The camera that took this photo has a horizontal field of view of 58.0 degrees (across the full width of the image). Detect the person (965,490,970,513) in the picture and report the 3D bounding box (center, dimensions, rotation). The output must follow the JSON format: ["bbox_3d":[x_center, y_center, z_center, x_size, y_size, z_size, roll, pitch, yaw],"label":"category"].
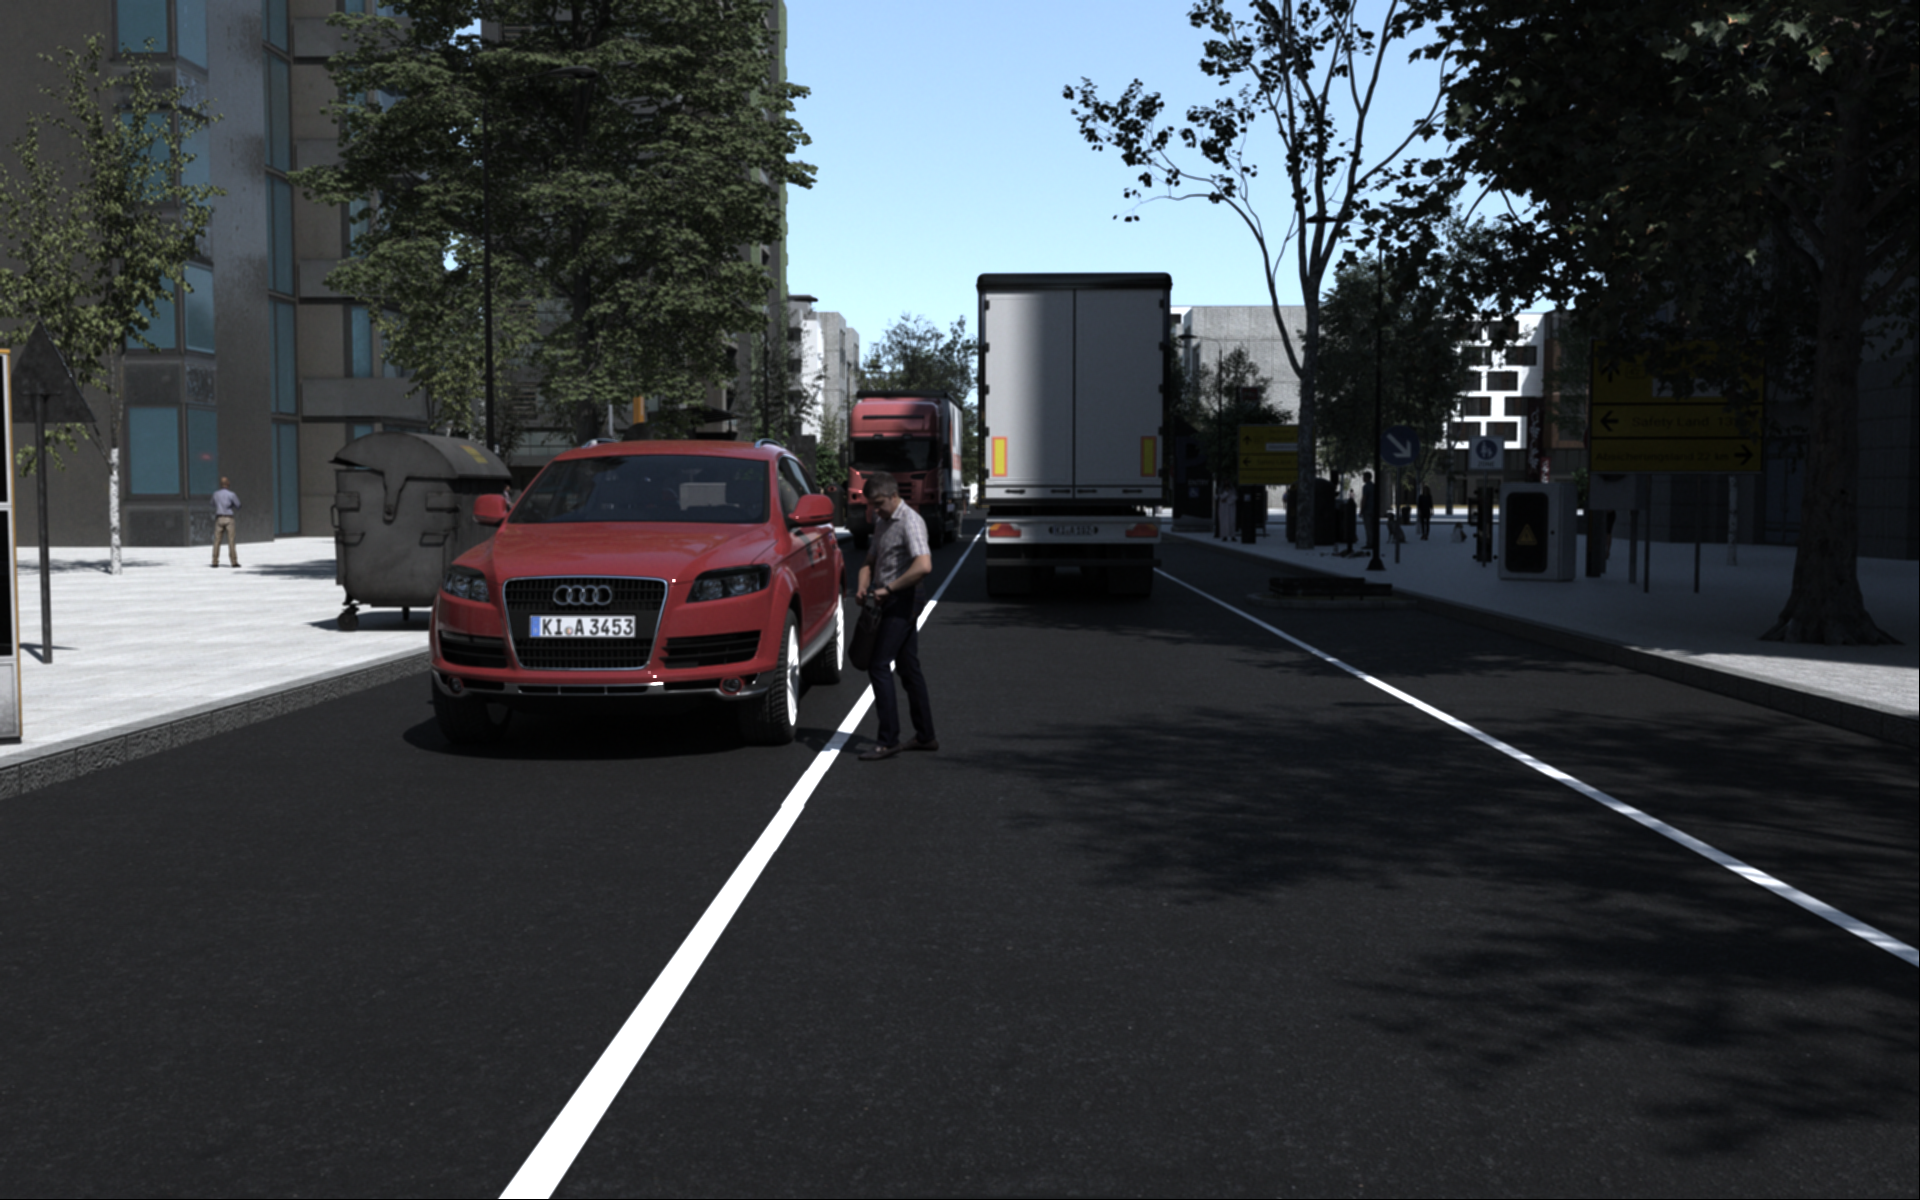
[{"bbox_3d":[0.527,-7.562,132.857,0.376,1.734,0.841,-2,4,-28],"label":"person"}]

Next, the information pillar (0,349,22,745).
[{"bbox_3d":[-5.014,-0.269,8.882,0.304,2.012,0.304,-2,4,-30],"label":"information pillar"}]

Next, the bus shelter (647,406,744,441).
[{"bbox_3d":[-7.470,-3.546,49.266,1.731,3.624,6.357,0,4,2],"label":"bus shelter"}]

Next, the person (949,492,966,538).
[{"bbox_3d":[-0.080,-2.945,56.779,0.598,1.807,0.434,-1,4,-11],"label":"person"}]

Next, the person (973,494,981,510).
[{"bbox_3d":[1.747,-9.039,157.108,1.217,1.723,0.721,0,4,-7],"label":"person"}]

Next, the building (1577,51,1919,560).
[{"bbox_3d":[29.170,-30.790,45.413,21.231,58.520,28.212,0,4,2],"label":"building"}]

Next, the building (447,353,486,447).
[{"bbox_3d":[-56.650,-21.302,214.748,31.486,18.905,16.747,0,4,2],"label":"building"}]

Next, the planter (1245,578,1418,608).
[{"bbox_3d":[4.783,-0.096,22.707,1.991,0.319,1.994,0,4,2],"label":"planter"}]

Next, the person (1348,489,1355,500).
[{"bbox_3d":[27.510,-6.984,121.689,0.517,1.644,0.566,3,5,40],"label":"person"}]

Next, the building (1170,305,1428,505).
[{"bbox_3d":[36.763,-22.013,203.879,27.936,21.610,32.646,0,4,2],"label":"building"}]

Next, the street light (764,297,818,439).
[{"bbox_3d":[-4.035,-4.182,40.916,1.470,5.913,1.316,0,4,2],"label":"street light"}]

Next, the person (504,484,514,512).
[{"bbox_3d":[-13.606,-2.694,52.046,0.435,1.587,0.963,-2,4,-29],"label":"person"}]

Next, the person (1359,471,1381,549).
[{"bbox_3d":[9.520,-2.091,40.362,0.598,1.807,0.434,-2,4,-27],"label":"person"}]

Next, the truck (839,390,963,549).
[{"bbox_3d":[-1.447,-3.672,48.958,2.839,4.237,11.283,0,4,3],"label":"truck"}]

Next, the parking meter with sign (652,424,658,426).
[{"bbox_3d":[-7.511,-2.800,42.038,0.543,3.016,1.738,-1,4,-15],"label":"parking meter with sign"}]

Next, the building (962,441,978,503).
[{"bbox_3d":[9.922,-19.193,255.946,28.070,9.664,9.099,0,4,2],"label":"building"}]

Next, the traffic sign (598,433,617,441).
[{"bbox_3d":[-7.480,-2.210,36.239,0.768,2.556,0.104,0,4,5],"label":"traffic sign"}]

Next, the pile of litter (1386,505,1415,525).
[{"bbox_3d":[18.224,-3.530,71.683,1.176,0.858,1.719,1,4,11],"label":"pile of litter"}]

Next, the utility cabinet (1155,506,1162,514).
[{"bbox_3d":[13.053,-6.318,114.458,0.306,1.237,1.020,-1,4,-14],"label":"utility cabinet"}]

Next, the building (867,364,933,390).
[{"bbox_3d":[-9.734,-24.587,258.420,11.380,20.091,16.016,0,4,2],"label":"building"}]

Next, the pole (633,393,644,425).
[{"bbox_3d":[-6.191,-2.422,33.444,0.158,3.312,0.155,0,3,0],"label":"pole"}]

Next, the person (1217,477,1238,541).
[{"bbox_3d":[7.255,-2.469,47.081,0.551,1.740,0.621,-1,4,-12],"label":"person"}]

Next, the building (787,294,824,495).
[{"bbox_3d":[-20.754,-18.706,162.258,16.016,20.091,11.380,0,4,2],"label":"building"}]

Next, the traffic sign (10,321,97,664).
[{"bbox_3d":[-6.907,-0.797,13.037,0.884,2.594,0.081,1,4,9],"label":"traffic sign"}]

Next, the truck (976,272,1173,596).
[{"bbox_3d":[1.665,-2.364,27.560,2.839,4.237,11.283,0,4,2],"label":"truck"}]

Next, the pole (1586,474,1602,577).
[{"bbox_3d":[9.795,-2.009,26.695,0.158,3.312,0.155,0,3,0],"label":"pole"}]

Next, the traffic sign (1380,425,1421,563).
[{"bbox_3d":[8.127,-1.957,32.110,0.768,2.556,0.104,1,4,10],"label":"traffic sign"}]

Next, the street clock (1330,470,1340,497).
[{"bbox_3d":[11.319,-2.925,52.393,0.358,2.002,0.471,1,4,16],"label":"street clock"}]

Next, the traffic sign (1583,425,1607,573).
[{"bbox_3d":[10.420,-1.705,27.976,0.768,2.556,0.104,0,4,2],"label":"traffic sign"}]

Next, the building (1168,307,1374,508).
[{"bbox_3d":[30.507,-18.695,172.114,16.747,18.905,31.486,0,4,2],"label":"building"}]

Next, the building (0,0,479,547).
[{"bbox_3d":[-31.043,-26.352,50.470,30.456,49.044,23.786,0,4,2],"label":"building"}]

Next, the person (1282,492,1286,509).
[{"bbox_3d":[27.192,-8.298,144.416,0.574,1.496,0.600,1,4,14],"label":"person"}]

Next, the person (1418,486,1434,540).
[{"bbox_3d":[13.000,-2.439,48.464,0.480,1.512,0.613,0,4,-7],"label":"person"}]

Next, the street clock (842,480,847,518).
[{"bbox_3d":[-6.045,-5.363,92.253,0.471,2.002,0.358,1,4,23],"label":"street clock"}]

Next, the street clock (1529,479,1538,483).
[{"bbox_3d":[23.967,-4.148,72.389,0.358,2.002,0.471,0,4,-2],"label":"street clock"}]

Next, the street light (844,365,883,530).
[{"bbox_3d":[-3.480,-5.497,62.415,1.470,5.913,1.316,0,4,2],"label":"street light"}]

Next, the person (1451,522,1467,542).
[{"bbox_3d":[13.305,-1.817,46.223,0.381,0.543,0.357,3,5,39],"label":"person"}]

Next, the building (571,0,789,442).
[{"bbox_3d":[-21.398,-27.700,136.489,14.154,41.232,14.086,0,4,2],"label":"building"}]

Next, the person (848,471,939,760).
[{"bbox_3d":[-0.345,0.078,9.438,0.590,1.554,0.614,-2,4,-26],"label":"person"}]

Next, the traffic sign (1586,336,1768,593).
[{"bbox_3d":[9.261,-1.747,22.436,2.265,3.308,0.079,0,4,3],"label":"traffic sign"}]

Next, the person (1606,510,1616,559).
[{"bbox_3d":[12.699,-1.525,34.166,0.628,1.438,0.799,0,4,-2],"label":"person"}]

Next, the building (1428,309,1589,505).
[{"bbox_3d":[69.516,-22.113,205.522,32.646,21.610,27.936,0,4,2],"label":"building"}]

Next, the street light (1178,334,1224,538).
[{"bbox_3d":[7.035,-4.770,50.528,1.470,5.913,1.316,0,4,2],"label":"street light"}]

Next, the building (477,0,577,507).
[{"bbox_3d":[-19.874,-25.725,104.198,14.154,41.232,14.086,0,4,2],"label":"building"}]

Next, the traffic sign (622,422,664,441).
[{"bbox_3d":[-5.637,-1.877,30.802,0.768,2.556,0.104,0,4,6],"label":"traffic sign"}]

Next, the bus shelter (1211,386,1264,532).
[{"bbox_3d":[10.037,-5.177,62.278,2.179,5.291,8.768,0,4,1],"label":"bus shelter"}]

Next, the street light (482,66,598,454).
[{"bbox_3d":[-4.629,-2.840,18.970,1.470,5.913,1.316,0,4,2],"label":"street light"}]

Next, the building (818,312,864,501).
[{"bbox_3d":[-19.686,-19.414,183.882,16.747,18.905,31.486,0,4,2],"label":"building"}]

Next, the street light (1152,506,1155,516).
[{"bbox_3d":[7.530,-6.085,72.028,1.470,5.913,1.316,0,4,2],"label":"street light"}]

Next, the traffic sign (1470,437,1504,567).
[{"bbox_3d":[9.225,-1.730,30.423,0.606,2.300,0.079,0,4,5],"label":"traffic sign"}]

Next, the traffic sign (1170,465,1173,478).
[{"bbox_3d":[8.655,-4.174,68.345,0.768,2.556,0.104,0,4,4],"label":"traffic sign"}]

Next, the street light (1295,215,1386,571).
[{"bbox_3d":[6.468,-3.455,29.029,1.470,5.913,1.316,0,4,2],"label":"street light"}]

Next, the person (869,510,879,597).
[{"bbox_3d":[-0.978,-0.801,23.562,0.435,1.587,0.963,-2,4,-32],"label":"person"}]

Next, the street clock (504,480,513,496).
[{"bbox_3d":[-21.144,-4.673,80.976,0.471,2.002,0.358,0,4,7],"label":"street clock"}]

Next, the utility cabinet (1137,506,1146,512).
[{"bbox_3d":[12.845,-7.128,125.216,1.173,1.500,0.318,0,4,6],"label":"utility cabinet"}]

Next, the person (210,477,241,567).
[{"bbox_3d":[-12.870,-1.359,30.318,0.516,1.574,0.319,0,3,0],"label":"person"}]

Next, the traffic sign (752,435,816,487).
[{"bbox_3d":[-6.064,-4.029,59.747,2.265,3.308,0.079,1,4,10],"label":"traffic sign"}]

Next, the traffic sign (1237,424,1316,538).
[{"bbox_3d":[9.251,-3.472,50.644,2.265,3.308,0.079,0,4,4],"label":"traffic sign"}]
